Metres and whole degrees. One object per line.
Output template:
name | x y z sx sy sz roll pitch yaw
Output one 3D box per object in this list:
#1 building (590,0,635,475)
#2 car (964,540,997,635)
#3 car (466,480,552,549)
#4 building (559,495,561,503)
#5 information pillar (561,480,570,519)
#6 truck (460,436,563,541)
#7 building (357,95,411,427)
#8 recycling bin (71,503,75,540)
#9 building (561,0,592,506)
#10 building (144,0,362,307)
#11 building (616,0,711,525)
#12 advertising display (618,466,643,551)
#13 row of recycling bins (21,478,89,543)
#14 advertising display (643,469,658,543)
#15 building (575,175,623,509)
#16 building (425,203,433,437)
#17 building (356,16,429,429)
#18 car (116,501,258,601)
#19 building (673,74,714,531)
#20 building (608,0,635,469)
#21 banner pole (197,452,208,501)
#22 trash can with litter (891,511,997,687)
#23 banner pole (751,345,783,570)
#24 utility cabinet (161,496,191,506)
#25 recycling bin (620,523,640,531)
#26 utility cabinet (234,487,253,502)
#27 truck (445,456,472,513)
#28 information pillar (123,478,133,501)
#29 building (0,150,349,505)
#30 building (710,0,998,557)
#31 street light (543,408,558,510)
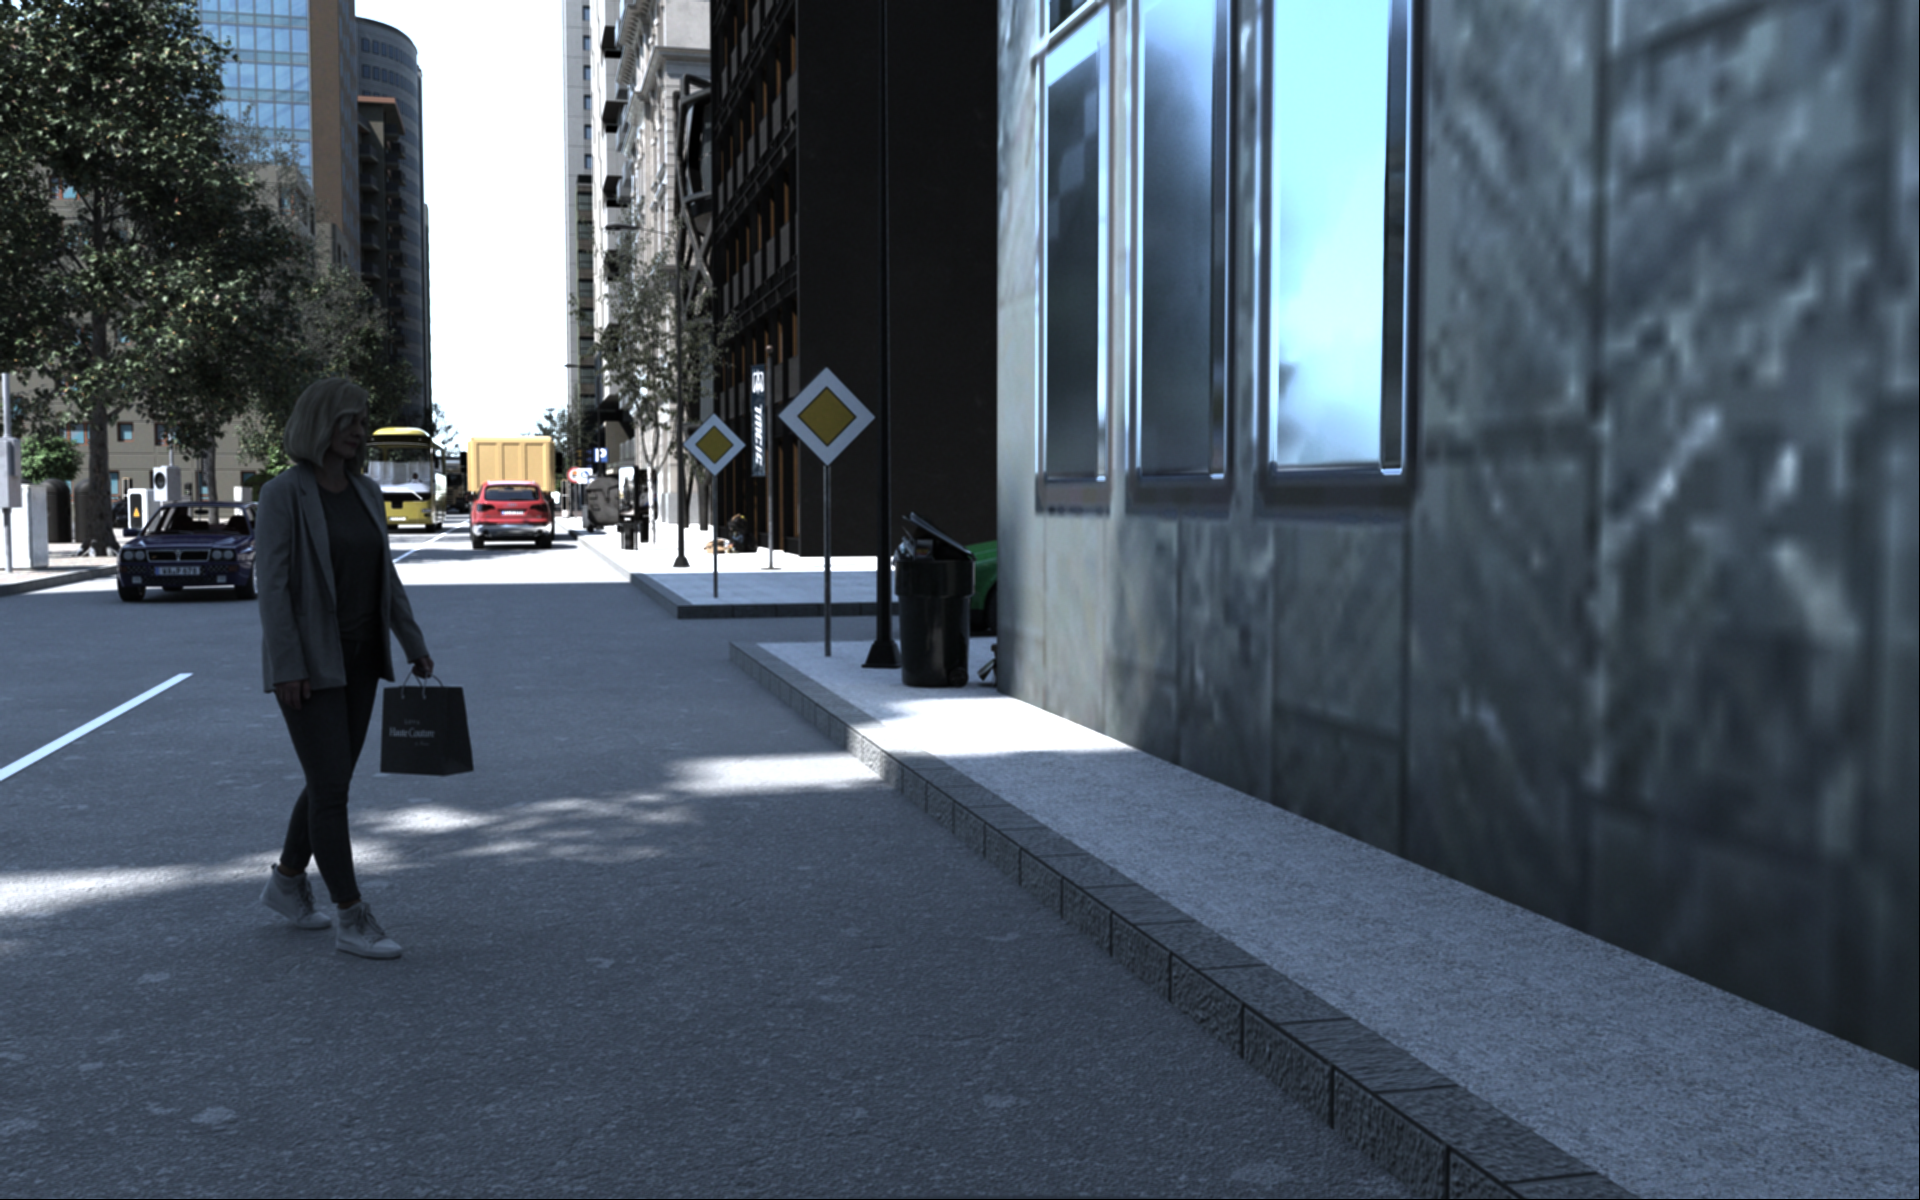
building | -15.655 -33.739 140.865 28.713 52.752 27.495 -1 4 -14
car | 1.690 -0.551 17.807 4.718 1.807 1.959 -1 4 -16
car | -12.135 -2.327 46.714 2.281 1.827 5.304 -1 4 -16
building | -39.575 -33.626 241.660 32.217 40.220 23.993 -1 4 -14
information pillar | -20.206 -5.152 88.731 0.304 2.012 0.304 1 4 11
truck | -14.628 -3.709 56.560 3.469 3.379 9.791 -1 4 -14
building | -70.936 -32.455 185.255 22.147 44.769 28.867 -1 4 -14
recycling bin | -25.820 -2.357 51.083 0.722 1.027 0.722 3 5 41
building | -33.648 -39.908 194.492 21.231 58.520 28.212 -1 4 -14
building | -50.939 -28.996 124.201 14.600 45.320 14.200 -1 4 -14
building | -9.004 -18.157 84.256 14.401 28.519 23.554 -1 4 -14
advertising display | -7.552 -2.097 39.505 0.123 1.923 0.974 -2 4 -33
row of recycling bins | -24.184 -2.348 45.502 3.534 1.692 1.069 0 4 1
advertising display | -8.255 -2.459 45.424 0.123 1.923 0.974 2 4 24
building | -28.361 -23.786 160.595 14.160 30.474 14.107 -1 4 -14
building | -79.303 -33.728 235.039 14.154 41.232 14.086 -1 4 -14
building | -77.325 -41.045 213.084 21.231 58.520 28.212 -1 4 -14
car | -10.689 -0.733 24.571 1.945 1.354 3.894 -1 4 -13
building | -2.358 -12.110 65.456 16.820 18.784 16.811 -1 4 -14
building | -10.571 -30.142 112.425 23.786 49.044 30.456 -1 4 -14
banner pole | -31.423 -5.004 71.840 0.401 3.779 0.863 1 4 18
trash can with litter | 0.068 -0.019 11.694 1.055 1.170 0.624 0 4 -3
banner pole | -3.342 -2.411 29.438 0.401 3.779 0.863 -3 4 -36
utility cabinet | -28.496 -3.167 62.934 1.020 1.237 0.306 -3 5 -42
recycling bin | -11.293 -2.897 59.919 0.722 1.027 0.722 3 4 38
utility cabinet | -21.572 -2.661 52.187 0.318 1.500 1.173 -2 4 -34
truck | -38.503 -8.686 130.925 2.839 4.237 11.283 -1 4 -12
information pillar | -38.320 -4.605 79.789 0.304 2.012 0.304 0 4 7
building | -51.841 -15.723 102.113 27.650 21.520 28.899 -1 4 -14
building | 0.774 -13.080 43.536 12.332 23.373 15.834 -1 4 -14
street light | -21.719 -7.437 94.131 1.470 5.913 1.316 -1 4 -14
